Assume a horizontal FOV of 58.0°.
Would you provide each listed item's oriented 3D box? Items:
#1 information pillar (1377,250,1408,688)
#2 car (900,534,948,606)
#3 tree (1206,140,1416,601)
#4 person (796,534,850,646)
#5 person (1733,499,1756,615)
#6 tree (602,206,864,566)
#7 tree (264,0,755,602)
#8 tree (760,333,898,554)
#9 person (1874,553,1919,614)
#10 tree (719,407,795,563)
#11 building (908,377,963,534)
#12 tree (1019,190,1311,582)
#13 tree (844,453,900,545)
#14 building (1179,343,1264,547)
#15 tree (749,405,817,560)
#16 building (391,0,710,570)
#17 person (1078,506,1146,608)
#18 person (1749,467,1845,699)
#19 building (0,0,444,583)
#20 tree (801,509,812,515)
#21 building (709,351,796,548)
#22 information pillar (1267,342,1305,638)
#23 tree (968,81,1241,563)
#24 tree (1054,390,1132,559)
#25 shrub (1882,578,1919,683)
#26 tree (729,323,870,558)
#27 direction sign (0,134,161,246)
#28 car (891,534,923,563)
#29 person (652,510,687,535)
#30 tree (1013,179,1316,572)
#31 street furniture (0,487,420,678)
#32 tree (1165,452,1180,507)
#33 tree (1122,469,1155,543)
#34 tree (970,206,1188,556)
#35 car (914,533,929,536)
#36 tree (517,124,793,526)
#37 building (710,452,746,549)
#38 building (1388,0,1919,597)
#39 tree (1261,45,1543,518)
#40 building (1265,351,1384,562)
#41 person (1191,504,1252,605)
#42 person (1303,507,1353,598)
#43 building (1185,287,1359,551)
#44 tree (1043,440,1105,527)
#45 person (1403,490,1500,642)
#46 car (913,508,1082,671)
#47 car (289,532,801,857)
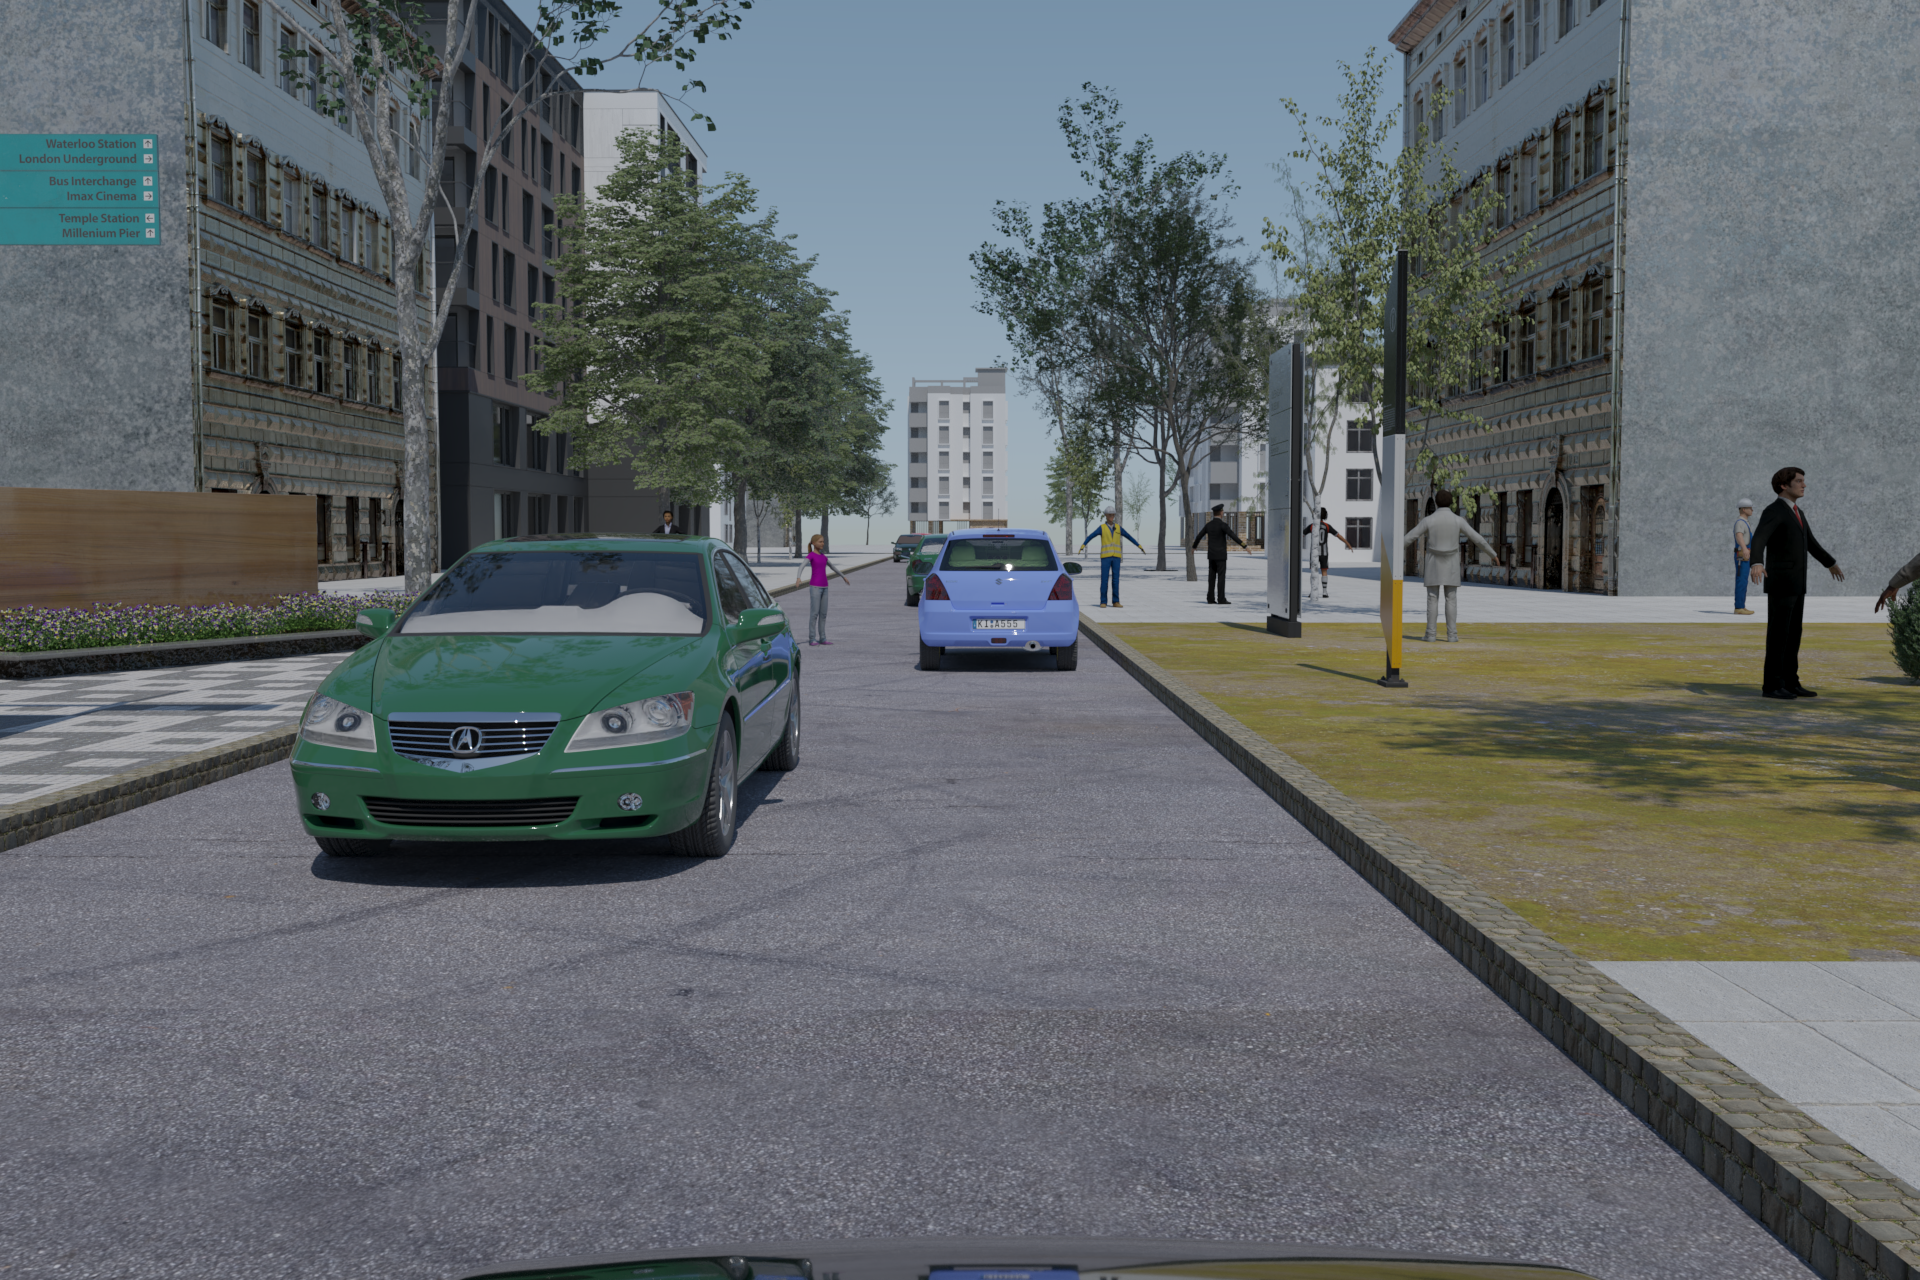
[{"bbox_3d":[3.652,-1.421,14.587,0.183,3.616,0.504,0,4,1],"label":"information pillar"},{"bbox_3d":[-0.184,-1.474,35.903,2.131,1.459,4.920,0,4,-1],"label":"car"},{"bbox_3d":[6.775,-5.038,32.736,4.360,8.622,3.978,0,3,0],"label":"tree"},{"bbox_3d":[-1.770,-0.642,22.213,0.599,1.433,0.991,3,4,38],"label":"person"},{"bbox_3d":[12.512,-1.330,27.605,0.705,1.847,1.347,2,4,28],"label":"person"},{"bbox_3d":[-8.604,-9.779,66.541,9.857,13.997,8.962,0,3,0],"label":"tree"},{"bbox_3d":[-8.213,-10.370,25.447,12.611,20.169,13.585,0,3,0],"label":"tree"},{"bbox_3d":[-8.633,-12.463,110.417,9.857,13.997,8.962,0,3,0],"label":"tree"},{"bbox_3d":[5.016,-0.117,8.050,1.348,1.813,0.705,2,4,25],"label":"person"},{"bbox_3d":[-8.867,-7.731,76.763,4.360,8.622,3.978,0,3,0],"label":"tree"},{"bbox_3d":[-5.718,-20.942,201.276,11.380,20.090,16.016,0,4,1],"label":"building"},{"bbox_3d":[6.110,-6.879,46.889,8.767,10.594,7.601,-2,4,-34],"label":"tree"},{"bbox_3d":[-10.389,-16.230,199.777,7.601,10.594,8.767,0,4,-1],"label":"tree"},{"bbox_3d":[26.743,-19.178,169.977,16.016,20.090,11.380,0,3,0],"label":"building"},{"bbox_3d":[-8.677,-8.300,86.064,4.737,8.622,4.395,0,3,0],"label":"tree"},{"bbox_3d":[-27.818,-14.315,78.027,27.936,21.610,32.646,0,4,1],"label":"building"},{"bbox_3d":[2.636,-1.447,30.126,1.216,1.772,0.721,-1,4,-11],"label":"person"},{"bbox_3d":[6.504,-0.452,13.574,1.347,1.806,0.705,-3,4,-38],"label":"person"},{"bbox_3d":[-26.171,-13.201,46.768,19.493,23.208,18.063,0,4,0],"label":"building"},{"bbox_3d":[-20.103,-16.325,201.333,7.601,10.594,8.767,0,4,-2],"label":"tree"},{"bbox_3d":[-26.000,-20.929,173.116,19.493,23.208,18.063,0,4,0],"label":"building"},{"bbox_3d":[4.142,-1.881,22.075,0.184,3.620,1.656,0,4,1],"label":"information pillar"},{"bbox_3d":[5.760,-13.436,75.570,12.611,20.169,13.585,0,3,0],"label":"tree"},{"bbox_3d":[6.552,-8.445,88.432,4.737,8.622,4.395,0,3,0],"label":"tree"},{"bbox_3d":[8.369,-0.216,14.656,1.383,1.207,1.383,0,3,0],"label":"shrub"},{"bbox_3d":[-8.717,-10.656,92.355,7.486,12.596,7.792,0,3,0],"label":"tree"},{"bbox_3d":[-6.034,-1.357,10.946,2.525,3.948,1.411,0,4,0],"label":"direction sign"},{"bbox_3d":[-2.483,-4.789,88.088,2.009,1.686,4.222,0,4,0],"label":"car"},{"bbox_3d":[-5.648,-1.636,33.462,1.216,1.740,0.721,0,4,0],"label":"person"},{"bbox_3d":[7.088,-9.113,59.359,12.009,13.543,11.850,0,3,0],"label":"tree"},{"bbox_3d":[-8.910,-0.759,19.268,9.812,1.723,11.010,1,4,22],"label":"street furniture"},{"bbox_3d":[27.442,-16.866,201.516,9.928,11.665,9.643,0,3,0],"label":"tree"},{"bbox_3d":[20.418,-15.023,195.994,4.360,8.622,3.978,0,3,0],"label":"tree"},{"bbox_3d":[7.143,-14.975,100.724,12.611,20.169,13.585,0,3,0],"label":"tree"},{"bbox_3d":[-2.225,-5.515,99.208,2.155,1.783,4.494,0,4,0],"label":"car"},{"bbox_3d":[-8.571,-8.017,49.199,7.486,12.596,7.792,0,3,0],"label":"tree"},{"bbox_3d":[-22.948,-12.720,150.115,9.099,9.664,28.070,0,4,1],"label":"building"},{"bbox_3d":[22.684,-13.019,43.784,19.493,23.208,18.063,0,4,0],"label":"building"},{"bbox_3d":[6.598,-4.653,26.442,4.737,8.622,4.395,0,3,0],"label":"tree"},{"bbox_3d":[20.739,-8.407,79.596,9.099,9.664,28.070,0,4,1],"label":"building"},{"bbox_3d":[4.717,-1.570,31.604,0.705,1.837,1.347,-3,5,-44],"label":"person"},{"bbox_3d":[7.211,-1.751,34.769,1.345,1.843,0.704,1,4,9],"label":"person"},{"bbox_3d":[23.425,-17.337,139.873,16.016,20.090,11.380,0,4,0],"label":"building"},{"bbox_3d":[13.296,-17.361,201.972,7.486,12.596,7.792,0,3,0],"label":"tree"},{"bbox_3d":[5.736,-0.882,20.613,1.347,1.806,0.705,1,4,9],"label":"person"},{"bbox_3d":[0.425,-0.605,19.488,1.945,1.707,3.694,0,4,1],"label":"car"},{"bbox_3d":[-1.919,0.159,9.205,2.131,1.459,4.920,0,4,1],"label":"car"}]
